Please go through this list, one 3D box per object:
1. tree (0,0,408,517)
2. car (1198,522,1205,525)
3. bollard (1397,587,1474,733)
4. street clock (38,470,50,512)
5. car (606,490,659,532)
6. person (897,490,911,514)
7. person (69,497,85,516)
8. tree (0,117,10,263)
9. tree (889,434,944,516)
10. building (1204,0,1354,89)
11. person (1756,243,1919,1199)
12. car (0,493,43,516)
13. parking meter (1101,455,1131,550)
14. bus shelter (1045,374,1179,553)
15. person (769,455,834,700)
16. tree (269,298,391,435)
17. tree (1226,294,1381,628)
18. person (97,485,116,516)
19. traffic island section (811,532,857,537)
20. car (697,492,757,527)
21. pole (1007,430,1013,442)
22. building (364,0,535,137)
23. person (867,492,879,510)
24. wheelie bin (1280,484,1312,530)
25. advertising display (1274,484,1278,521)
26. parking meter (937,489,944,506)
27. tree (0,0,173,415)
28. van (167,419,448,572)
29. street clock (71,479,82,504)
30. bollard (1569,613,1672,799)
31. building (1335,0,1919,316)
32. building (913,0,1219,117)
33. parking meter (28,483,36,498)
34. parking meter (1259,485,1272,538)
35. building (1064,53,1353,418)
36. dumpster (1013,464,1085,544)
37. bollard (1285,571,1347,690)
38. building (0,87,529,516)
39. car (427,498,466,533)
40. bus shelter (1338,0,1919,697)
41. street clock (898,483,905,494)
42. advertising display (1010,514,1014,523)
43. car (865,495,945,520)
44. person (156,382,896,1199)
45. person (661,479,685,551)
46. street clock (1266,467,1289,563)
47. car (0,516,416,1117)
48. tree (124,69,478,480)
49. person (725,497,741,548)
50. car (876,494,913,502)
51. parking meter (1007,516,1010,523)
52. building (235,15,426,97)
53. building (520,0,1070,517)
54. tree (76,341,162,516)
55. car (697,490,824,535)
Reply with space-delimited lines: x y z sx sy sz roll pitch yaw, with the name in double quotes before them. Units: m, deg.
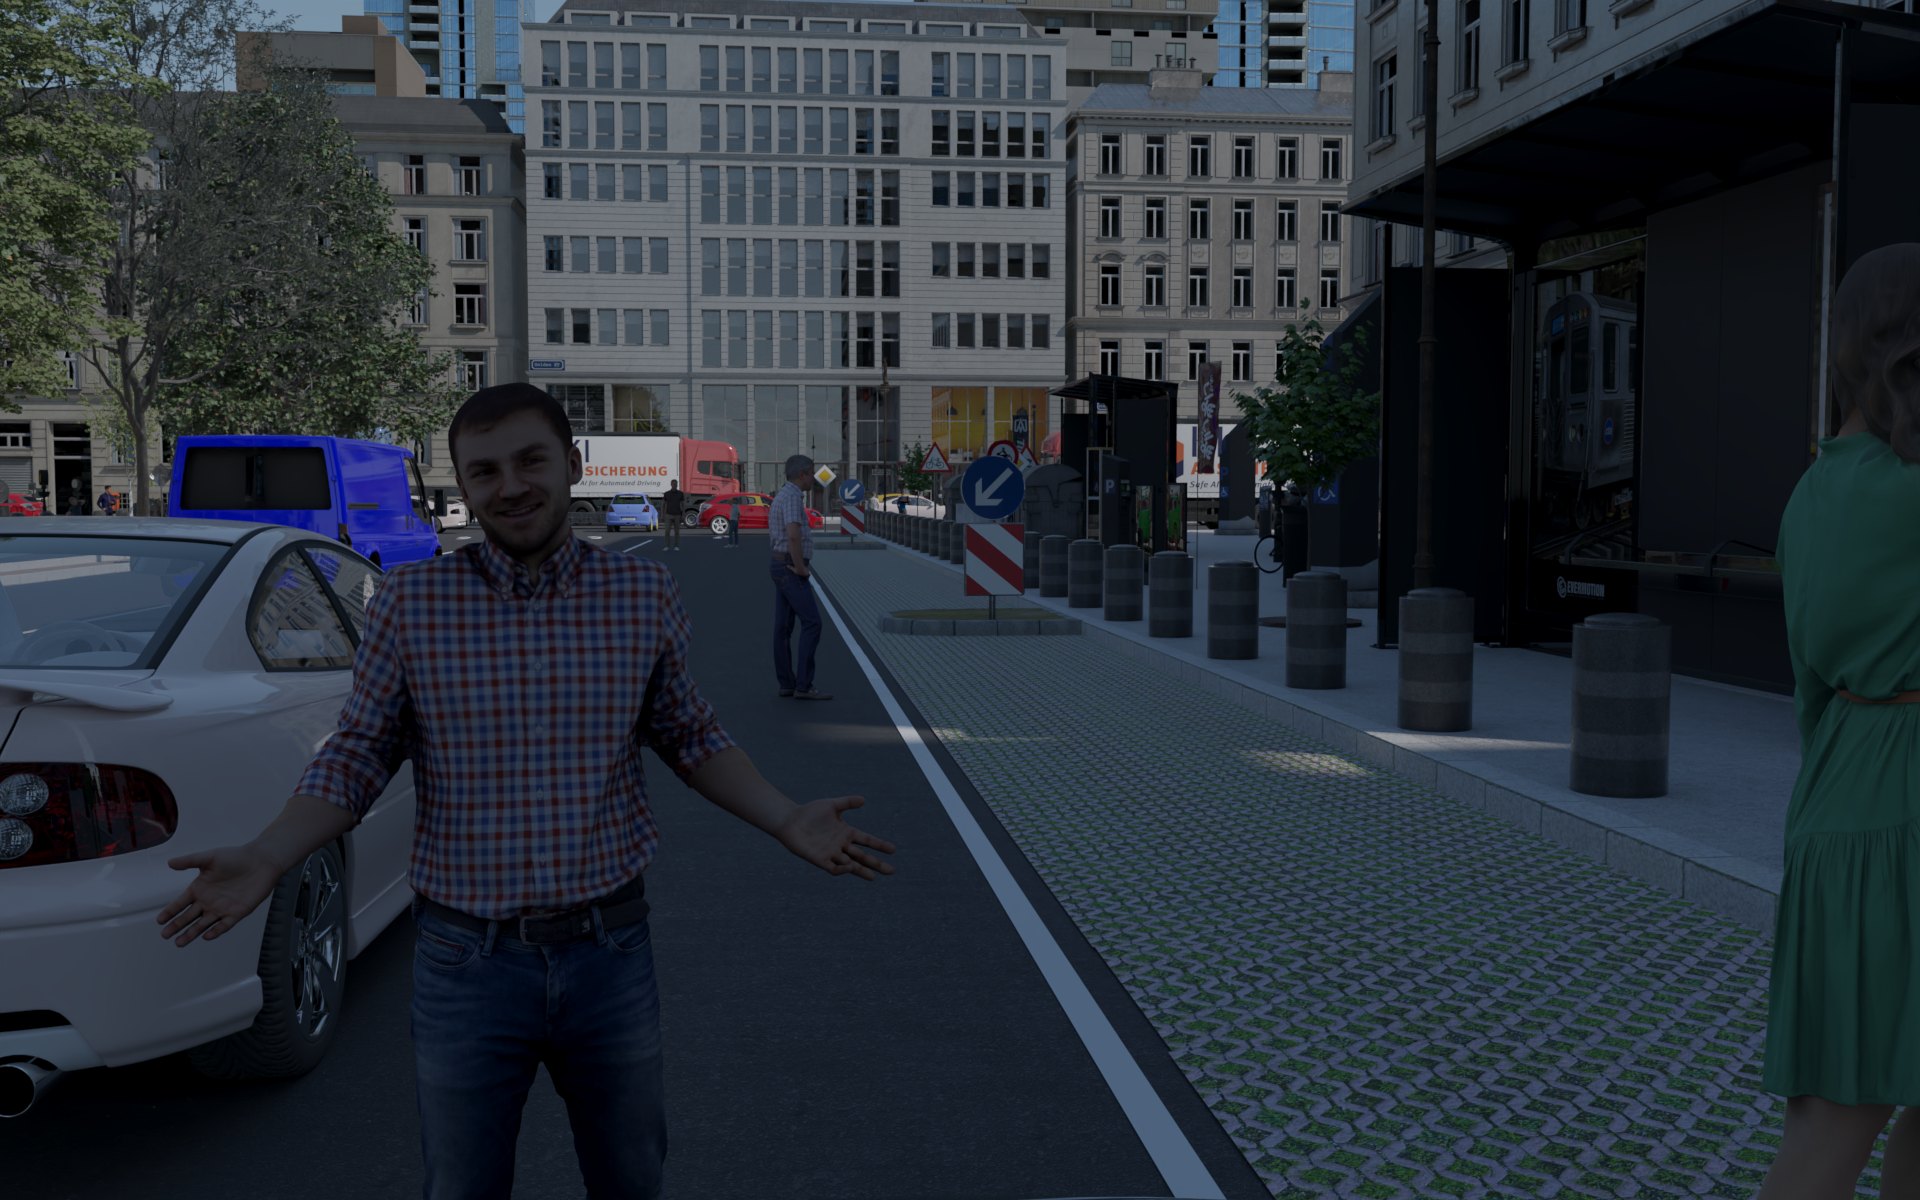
"tree" -16.803 -7.488 35.252 12.009 13.543 11.850 0 3 0
"car" 12.751 -4.122 79.196 4.920 1.459 2.131 0 4 -5
"bollard" 2.605 0.320 9.488 0.404 0.777 0.398 0 3 0
"street clock" -27.182 -2.865 51.416 0.358 2.002 0.471 -2 4 -33
"car" -12.509 -3.464 66.225 1.945 1.707 3.694 0 4 -5
"person" -2.336 -3.823 72.873 0.647 1.594 0.662 1 4 15
"person" -25.035 -2.249 49.176 0.435 1.345 0.340 -3 4 -36
"tree" -14.723 -5.911 16.117 9.611 12.733 9.660 0 3 0
"tree" -1.320 -3.751 55.936 1.663 3.219 1.824 0 3 0
"building" 32.502 -54.230 199.329 31.000 86.520 22.319 0 4 -7
"person" 1.366 0.378 2.570 0.529 1.795 0.600 0 4 -6
"car" -37.519 -3.512 66.458 4.494 1.783 2.155 0 4 -7
"parking meter" 2.307 -1.216 25.595 0.255 1.863 0.399 -3 5 -43
"bus shelter" 3.157 -2.797 37.017 1.731 3.624 6.357 0 4 -7
"person" -1.132 -0.173 12.261 0.436 1.711 0.756 0 4 -8
"tree" -19.397 -6.168 53.672 4.360 8.622 3.978 0 3 0
"tree" 3.338 -1.370 16.997 1.663 3.219 1.824 0 3 0
"person" -29.169 -3.066 59.330 0.504 1.737 0.576 1 4 17
"traffic island section" -4.555 -2.233 58.786 2.009 0.180 2.903 0 4 -7
"car" -10.277 -4.044 76.349 3.980 1.641 2.015 0 4 -7
"pole" 1.584 -3.761 55.343 0.158 3.312 0.155 0 3 0
"building" -74.642 -57.777 257.329 31.000 86.520 22.319 0 4 -7
"person" -3.559 -3.612 70.156 0.503 1.515 0.523 -2 4 -31
"wheelie bin" 5.177 -1.080 25.567 0.693 1.594 0.980 -3 4 -36
"advertising display" 10.999 -3.360 60.157 0.123 1.923 0.974 1 4 12
"parking meter" -1.023 -5.031 90.663 0.372 1.533 0.369 0 3 0
"tree" -15.679 -6.402 25.262 7.486 12.596 7.792 0 3 0
"van" -7.491 -0.976 20.344 2.240 2.365 5.245 0 4 -5
"street clock" -42.566 -4.827 83.498 0.471 2.002 0.358 2 4 28
"bollard" 2.846 0.444 7.465 0.404 0.777 0.398 0 3 0
"building" 19.619 -12.303 34.433 16.112 22.955 30.059 0 4 -7
"building" 9.774 -35.707 173.043 28.713 52.752 27.495 0 4 -7
"parking meter" -47.131 -5.034 88.019 0.255 1.863 0.399 -1 4 -9
"parking meter" 8.937 -2.584 50.666 0.372 1.533 0.369 0 3 0
"building" 17.907 -18.747 103.781 25.104 27.353 12.463 0 4 -7
"dumpster" 1.723 -1.723 33.927 1.264 1.857 1.865 0 4 -6
"bollard" 2.370 0.196 11.519 0.404 0.777 0.398 0 3 0
"building" -39.447 -16.333 100.325 30.059 22.955 16.112 0 4 -7
"car" -20.436 -3.091 62.899 4.827 1.381 2.083 0 4 -8
"bus shelter" 4.312 -1.227 11.339 1.731 3.624 6.357 0 4 -7
"street clock" -2.997 -5.153 88.816 0.358 2.002 0.471 1 4 17
"advertising display" 1.211 -2.079 39.198 0.123 1.923 0.974 0 4 0
"car" -1.967 -4.073 78.958 4.827 1.381 2.083 0 4 -8
"person" -0.605 0.491 2.438 0.963 1.587 0.435 -2 4 -27
"person" -7.235 -2.140 43.624 0.598 1.807 0.434 0 4 3
"street clock" 5.984 -1.704 32.437 0.471 2.002 0.358 0 4 0
"car" -2.631 0.417 5.548 2.083 1.381 4.827 0 4 -5
"tree" -18.196 -7.764 46.414 9.611 12.733 9.660 0 3 0
"person" -6.098 -2.079 46.406 0.340 1.345 0.435 1 4 12
"car" -2.459 -4.401 82.184 3.980 1.641 2.015 0 4 -6
"parking meter" 1.340 -2.354 46.904 0.372 1.533 0.369 0 3 0
"building" -59.474 -31.584 166.510 14.600 45.320 14.200 0 4 -7
"building" -9.360 -19.756 100.510 29.804 29.767 11.434 0 4 -7
"tree" -39.861 -8.104 82.868 4.737 8.622 4.395 0 3 0
"car" -7.064 -3.203 61.404 4.494 1.783 2.155 0 4 -8
